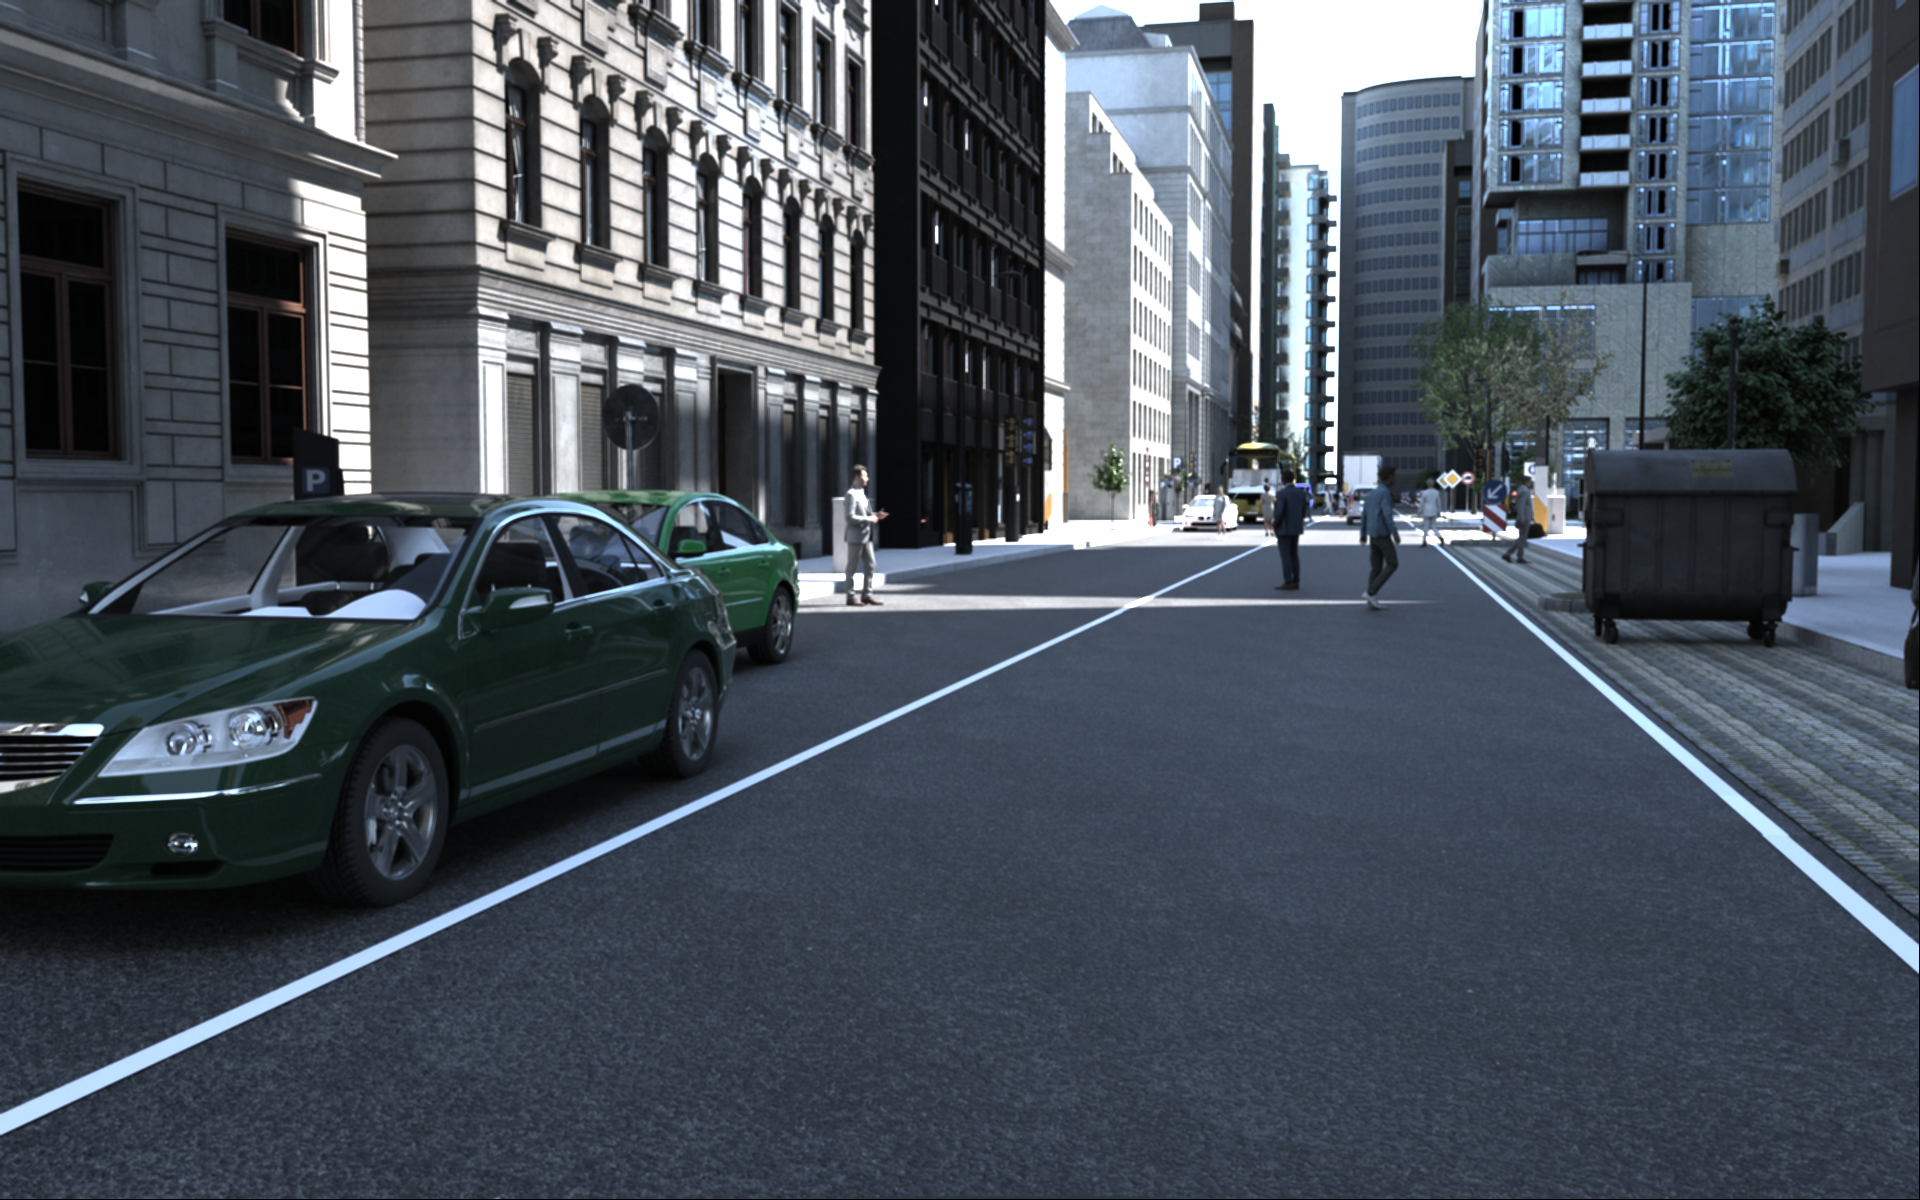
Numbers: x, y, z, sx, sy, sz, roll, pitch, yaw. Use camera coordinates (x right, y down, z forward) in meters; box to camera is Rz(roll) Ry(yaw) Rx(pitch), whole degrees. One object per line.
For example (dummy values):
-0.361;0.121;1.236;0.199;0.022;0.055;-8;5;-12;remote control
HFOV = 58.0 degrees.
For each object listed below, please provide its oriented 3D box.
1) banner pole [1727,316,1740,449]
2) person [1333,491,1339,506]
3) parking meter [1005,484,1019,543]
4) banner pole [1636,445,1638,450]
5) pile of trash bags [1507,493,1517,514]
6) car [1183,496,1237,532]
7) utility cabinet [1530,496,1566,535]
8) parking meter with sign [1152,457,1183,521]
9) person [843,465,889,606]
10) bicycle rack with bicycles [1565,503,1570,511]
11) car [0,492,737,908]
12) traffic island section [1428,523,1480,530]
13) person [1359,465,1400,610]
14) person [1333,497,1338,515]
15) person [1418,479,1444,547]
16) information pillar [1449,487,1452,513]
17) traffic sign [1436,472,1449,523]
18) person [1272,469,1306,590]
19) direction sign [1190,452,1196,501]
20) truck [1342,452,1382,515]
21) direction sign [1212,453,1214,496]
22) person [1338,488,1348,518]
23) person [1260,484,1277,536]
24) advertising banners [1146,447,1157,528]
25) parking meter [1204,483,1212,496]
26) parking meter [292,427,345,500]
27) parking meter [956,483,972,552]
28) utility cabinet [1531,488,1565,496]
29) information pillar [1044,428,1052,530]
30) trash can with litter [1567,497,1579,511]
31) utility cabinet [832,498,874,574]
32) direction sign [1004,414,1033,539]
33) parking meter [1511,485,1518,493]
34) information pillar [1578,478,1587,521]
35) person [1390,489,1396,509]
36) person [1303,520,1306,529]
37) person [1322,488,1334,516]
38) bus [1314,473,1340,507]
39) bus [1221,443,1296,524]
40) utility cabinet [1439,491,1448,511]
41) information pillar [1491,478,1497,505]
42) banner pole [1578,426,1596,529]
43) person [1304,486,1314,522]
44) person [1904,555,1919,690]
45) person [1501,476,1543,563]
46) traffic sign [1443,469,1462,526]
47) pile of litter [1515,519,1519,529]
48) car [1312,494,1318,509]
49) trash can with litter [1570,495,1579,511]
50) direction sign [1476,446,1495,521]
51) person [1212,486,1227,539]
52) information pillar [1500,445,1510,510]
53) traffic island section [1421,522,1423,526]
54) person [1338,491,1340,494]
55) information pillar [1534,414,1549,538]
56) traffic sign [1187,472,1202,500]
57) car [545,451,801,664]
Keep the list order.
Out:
10.981;-2.117;24.630;0.401;3.779;0.863;2;4;32;banner pole
37.620;-10.011;172.900;1.217;1.735;0.721;-2;4;-28;person
1.375;-2.287;45.797;0.372;1.533;0.369;0;3;0;parking meter
30.415;-5.323;77.054;0.401;3.779;0.863;-3;5;-39;banner pole
33.965;-5.839;105.227;1.912;1.369;3.447;0;4;4;pile of trash bags
9.766;-3.368;67.435;2.083;1.381;4.827;1;4;13;car
18.385;-2.632;54.195;1.020;1.237;0.306;2;4;24;utility cabinet
9.756;-5.226;81.710;1.738;3.016;0.543;-3;5;-45;parking meter with sign
-1.219;-0.825;22.194;0.583;1.804;0.606;1;4;10;person
37.101;-5.634;105.500;2.852;0.926;2.925;0;4;-5;bicycle rack with bicycles
-2.506;0.253;7.656;2.131;1.459;4.920;1;4;13;car
19.887;-2.917;69.975;2.009;0.180;2.903;1;4;13;traffic island section
5.166;-0.767;21.391;0.444;1.785;0.601;0;4;-7;person
25.818;-6.484;119.190;0.332;1.250;0.352;-1;4;-14;person
12.604;-2.318;46.285;0.514;1.842;0.818;-2;4;-29;person
34.075;-7.056;119.856;0.304;2.012;0.304;0;4;2;information pillar
21.728;-4.528;77.668;0.795;2.450;0.064;1;4;13;traffic sign
4.946;-1.058;25.973;0.721;1.800;0.419;-3;5;-43;person
12.591;-6.216;93.633;0.379;3.537;0.876;2;4;29;direction sign
28.138;-8.073;120.908;2.839;4.237;11.283;1;4;15;truck
13.843;-6.287;94.796;0.379;3.537;0.876;0;4;6;direction sign
22.844;-5.793;103.312;0.616;1.811;0.778;1;4;17;person
10.568;-3.066;58.988;0.716;1.782;0.532;0;4;3;person
7.200;-4.227;65.304;0.090;3.025;2.074;1;4;18;advertising banners
12.793;-5.117;89.367;0.399;1.863;0.255;3;5;41;parking meter
-5.605;-0.579;15.175;0.399;1.863;0.255;-1;4;-13;parking meter
0.087;-1.815;38.086;0.372;1.533;0.369;0;3;0;parking meter
22.327;-3.494;65.811;1.173;1.500;0.318;0;4;-1;utility cabinet
3.090;-4.268;61.139;0.183;3.616;0.504;-2;4;-24;information pillar
36.037;-5.528;101.772;1.055;1.170;0.624;0;4;7;trash can with litter
-1.727;-1.044;28.235;0.306;1.237;1.020;1;4;21;utility cabinet
1.666;-3.497;49.178;0.876;3.537;0.379;-1;4;-20;direction sign
36.303;-6.587;113.413;0.399;1.863;0.255;0;4;5;parking meter
29.186;-4.692;81.202;0.304;2.012;0.304;2;4;27;information pillar
31.875;-7.324;128.234;0.794;1.824;0.713;-2;4;-24;person
13.787;-3.676;70.405;0.589;1.601;0.330;0;4;-5;person
24.161;-6.441;113.695;0.514;1.842;0.818;-3;5;-43;person
42.855;-12.873;202.020;2.896;3.916;12.252;1;4;13;bus
15.187;-5.837;86.990;2.896;3.916;12.252;1;4;15;bus
36.021;-7.361;129.032;0.318;1.500;1.173;0;4;-2;utility cabinet
24.618;-4.623;80.081;0.304;2.012;0.304;-1;4;-10;information pillar
23.284;-4.535;64.166;0.863;3.779;0.401;-2;4;-34;banner pole
17.585;-4.854;87.842;0.713;1.824;0.794;-1;4;-21;person
4.884;0.027;8.185;0.709;1.813;0.853;1;4;20;person
11.619;-1.654;35.669;0.853;1.813;0.709;0;4;8;person
19.863;-4.053;69.903;0.795;2.450;0.064;1;4;13;traffic sign
20.885;-3.014;63.251;1.719;0.858;1.176;-3;5;-43;pile of litter
34.276;-9.808;170.582;2.015;1.641;3.980;1;4;13;car
30.713;-4.684;87.636;2.233;1.210;1.678;1;4;20;trash can with litter
24.765;-5.487;81.711;0.876;3.537;0.379;2;4;32;direction sign
8.257;-2.780;54.955;0.512;1.701;0.522;2;4;31;person
26.079;-5.600;82.907;0.504;3.616;0.183;-2;4;-28;information pillar
21.752;-3.392;77.740;2.009;0.180;2.903;1;4;13;traffic island section
38.260;-10.101;174.469;0.721;1.723;1.217;0;4;-6;person
17.201;-3.661;51.218;0.183;3.616;0.504;-2;4;-24;information pillar
10.847;-4.688;80.293;0.795;2.450;0.064;1;4;13;traffic sign
-2.661;-0.287;13.497;1.959;1.807;4.718;1;4;13;car
